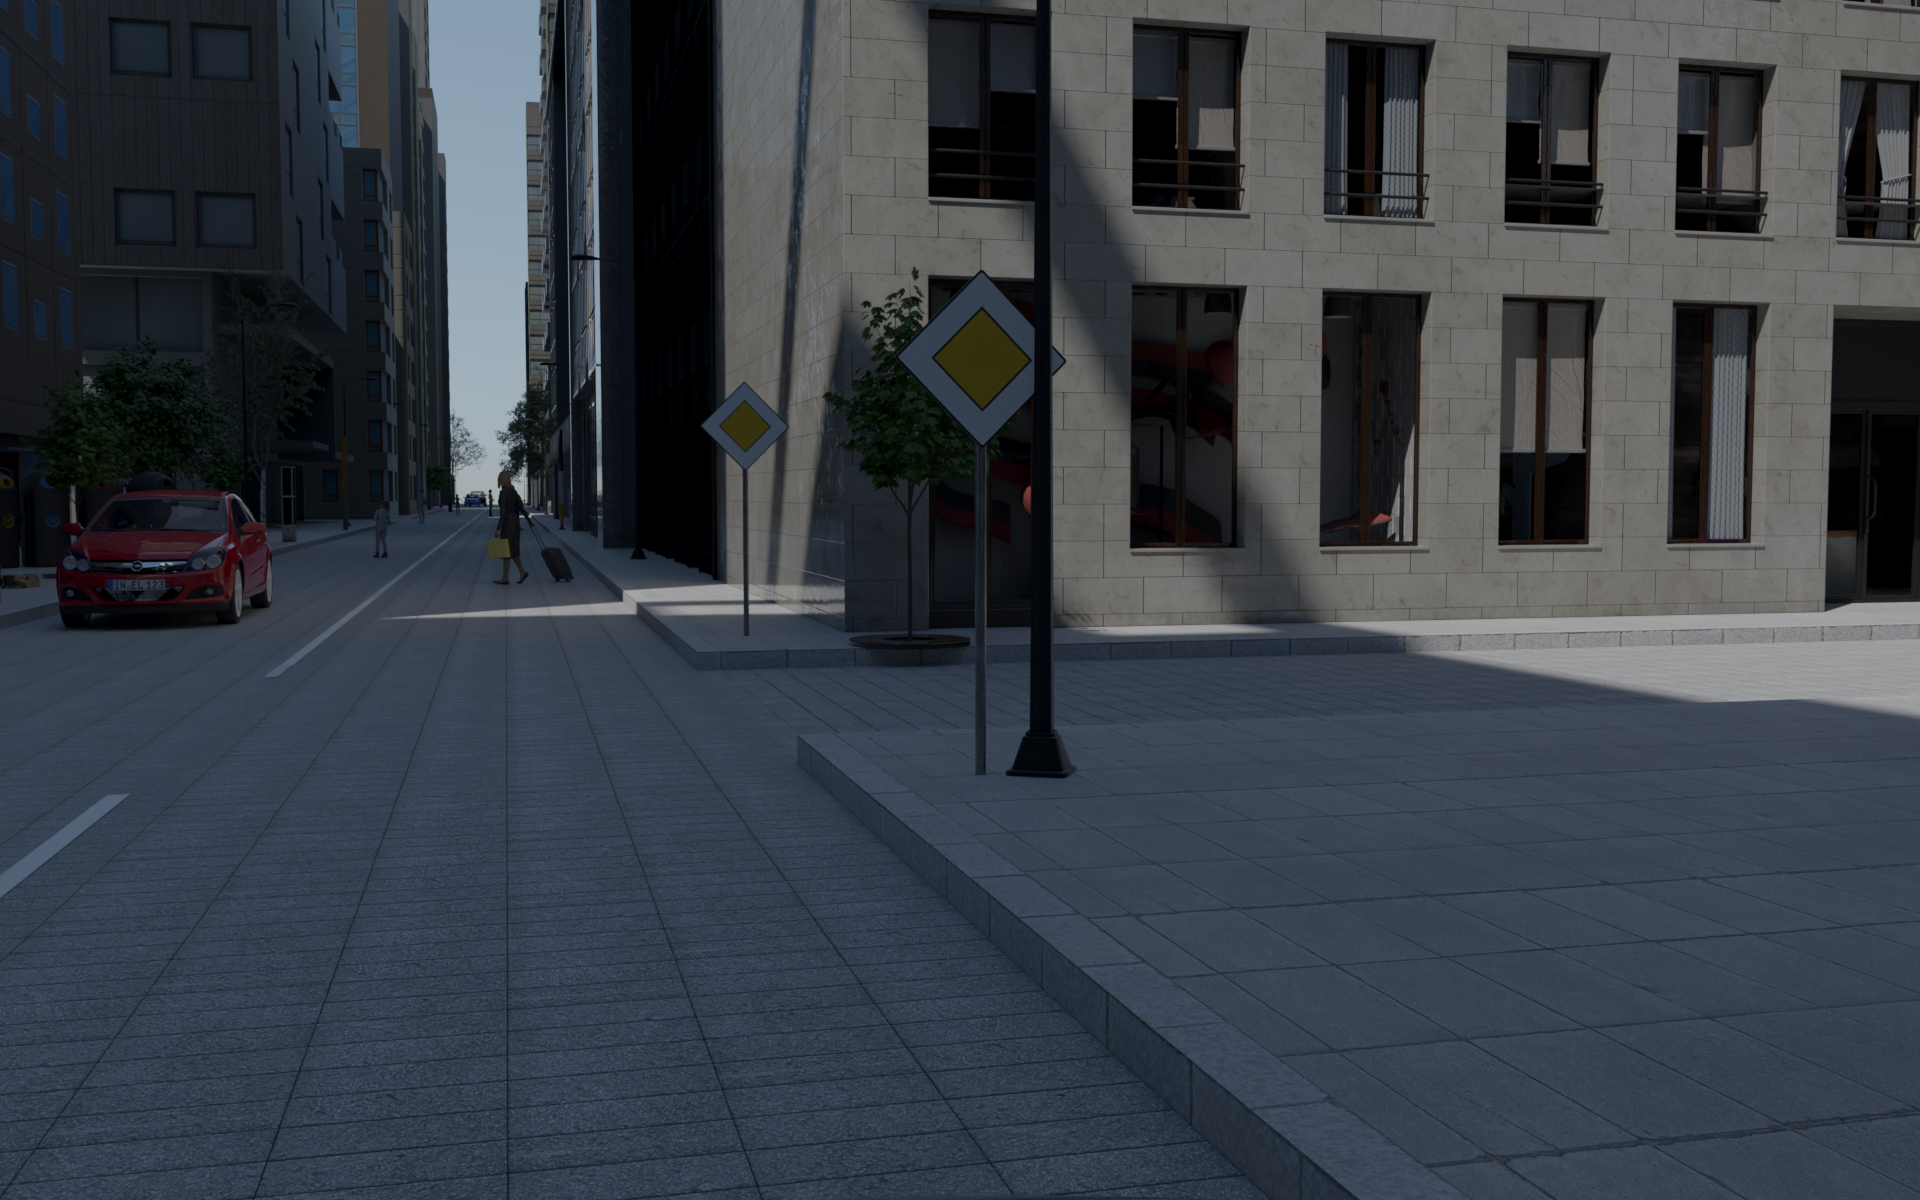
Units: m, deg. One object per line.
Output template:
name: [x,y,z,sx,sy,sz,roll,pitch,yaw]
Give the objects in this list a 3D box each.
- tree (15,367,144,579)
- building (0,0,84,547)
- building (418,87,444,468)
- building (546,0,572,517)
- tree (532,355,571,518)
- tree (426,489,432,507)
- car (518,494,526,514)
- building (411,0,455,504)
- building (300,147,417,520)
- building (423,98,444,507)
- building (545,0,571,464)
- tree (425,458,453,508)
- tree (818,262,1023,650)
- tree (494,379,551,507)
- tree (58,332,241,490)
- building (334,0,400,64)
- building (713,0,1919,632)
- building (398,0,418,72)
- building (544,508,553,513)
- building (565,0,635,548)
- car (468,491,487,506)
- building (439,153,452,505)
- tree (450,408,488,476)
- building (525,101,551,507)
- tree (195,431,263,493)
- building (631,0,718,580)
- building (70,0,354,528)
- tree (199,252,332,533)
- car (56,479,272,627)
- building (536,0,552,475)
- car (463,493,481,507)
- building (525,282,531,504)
tree: [-13.510,-1.952,26.511,1.663,3.219,1.824,0,3,0]
building: [-29.117,-23.735,38.178,14.600,45.320,14.200,-1,4,-15]
building: [-63.178,-32.769,185.887,14.600,45.320,14.200,-1,4,-15]
building: [-17.592,-20.344,104.323,14.160,30.474,14.107,-1,4,-15]
tree: [-20.724,-8.652,91.827,4.360,8.622,3.978,0,3,0]
tree: [-51.453,-10.512,166.477,1.663,3.219,1.824,0,3,0]
car: [-32.984,-7.170,127.460,2.015,1.641,3.980,-1,4,-13]
building: [-74.084,-47.520,215.210,20.563,71.187,20.611,-1,4,-15]
building: [-45.950,-15.439,97.463,27.650,21.520,28.899,-1,4,-15]
building: [-59.559,-29.883,172.189,14.154,41.232,14.086,-1,4,-15]
building: [-10.360,-15.691,75.615,14.314,24.678,30.058,-1,4,-15]
tree: [-48.314,-10.731,159.171,4.285,4.588,4.351,0,3,0]
tree: [-0.414,-1.220,14.542,1.663,3.219,1.824,0,3,0]
tree: [-41.548,-15.604,172.126,9.611,12.733,9.660,0,3,0]
tree: [-16.452,-3.152,35.249,4.285,4.588,4.351,0,3,0]
building: [-45.949,-28.676,118.969,14.600,45.320,14.200,-1,4,-15]
building: [5.755,-10.265,22.582,16.860,20.320,10.420,-1,4,-15]
building: [-53.303,-28.334,146.861,14.154,41.232,14.086,-1,4,-15]
building: [-13.548,-26.474,124.736,32.217,40.220,23.993,-1,4,-15]
building: [-5.124,-14.261,51.190,12.078,24.808,19.932,-1,4,-15]
car: [-56.186,-11.807,201.714,2.281,1.827,5.304,-1,4,-14]
building: [-66.590,-31.596,200.182,14.154,41.232,14.086,-1,4,-15]
tree: [-70.368,-20.116,239.267,12.009,13.543,11.850,0,3,0]
building: [-38.981,-30.689,185.352,14.154,41.232,14.086,-1,4,-15]
tree: [-20.251,-3.228,47.382,1.663,3.219,1.824,0,3,0]
building: [0.299,-12.509,34.199,12.332,23.373,15.834,-1,4,-15]
building: [-38.587,-29.113,65.241,28.713,52.752,27.495,-1,4,-15]
tree: [-21.485,-6.293,53.259,4.360,8.622,3.978,0,3,0]
car: [-9.176,-0.682,20.187,2.155,1.783,4.494,-1,4,-15]
building: [-24.595,-32.420,149.670,23.786,49.044,30.456,-1,4,-15]
car: [-55.494,-11.458,196.931,1.945,1.707,3.694,-1,4,-15]
building: [-52.188,-28.462,237.062,14.160,30.474,14.107,-1,4,-15]
